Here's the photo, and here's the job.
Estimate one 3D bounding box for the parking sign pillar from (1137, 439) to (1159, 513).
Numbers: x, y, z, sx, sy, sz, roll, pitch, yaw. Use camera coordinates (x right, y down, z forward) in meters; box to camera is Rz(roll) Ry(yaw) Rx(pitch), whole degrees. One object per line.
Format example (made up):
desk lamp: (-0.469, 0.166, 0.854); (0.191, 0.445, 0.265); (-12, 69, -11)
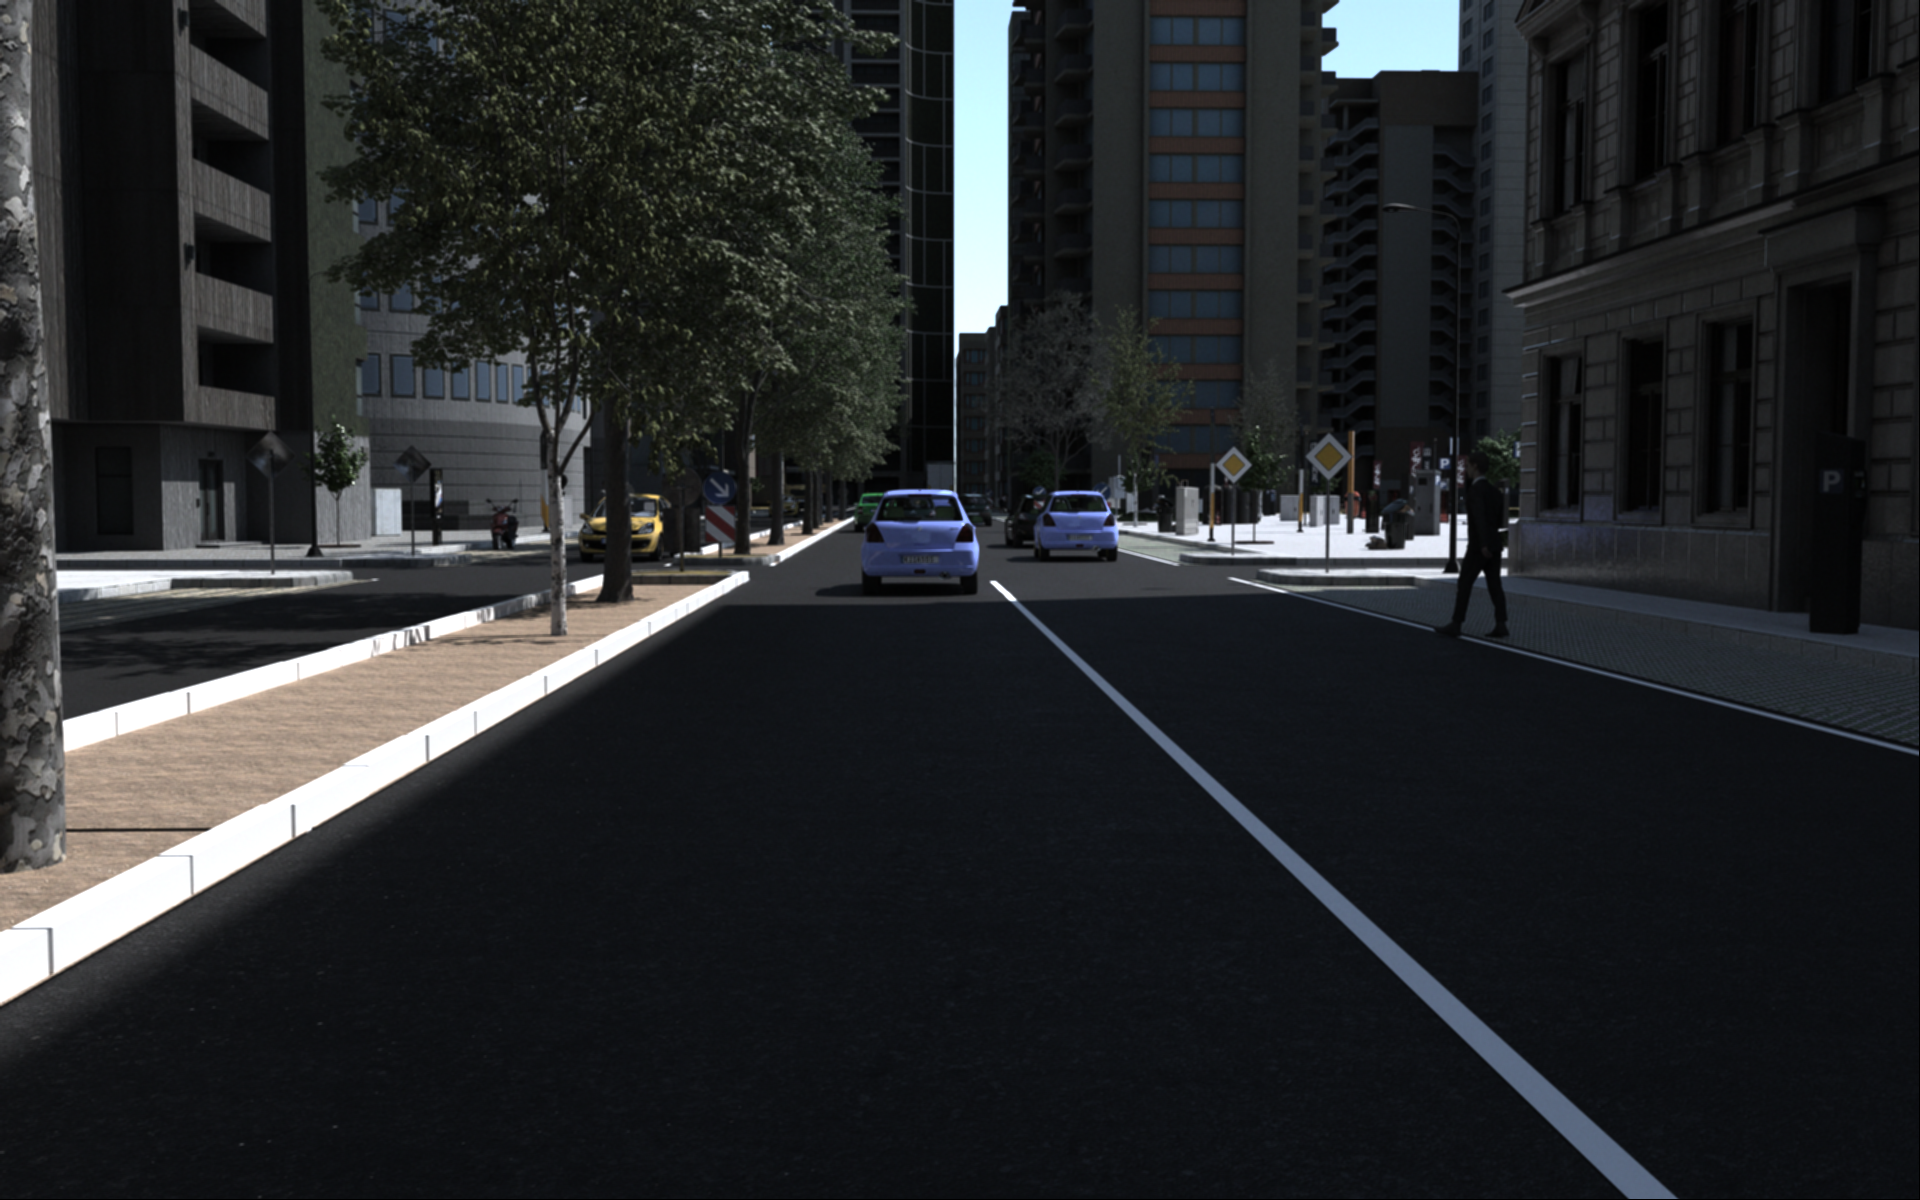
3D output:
parking sign pillar: (9.325, -5.973, 86.124); (1.447, 3.967, 1.447); (-2, 4, -33)

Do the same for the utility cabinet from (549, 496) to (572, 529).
utility cabinet: (-14.653, -3.202, 63.518); (0.306, 1.237, 1.020); (2, 4, 26)

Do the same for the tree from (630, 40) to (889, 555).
tree: (-4.902, -6.806, 39.491); (9.928, 11.665, 9.643); (0, 3, 0)

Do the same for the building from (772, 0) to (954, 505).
building: (-10.946, -46.764, 202.845); (20.611, 71.187, 20.563); (0, 4, -2)

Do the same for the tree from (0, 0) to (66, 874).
tree: (-4.920, -9.084, 6.869); (12.611, 20.169, 13.585); (0, 3, 0)

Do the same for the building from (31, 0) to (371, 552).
building: (-23.433, -16.471, 40.995); (14.160, 30.474, 14.107); (0, 4, -2)

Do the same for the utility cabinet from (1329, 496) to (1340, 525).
utility cabinet: (15.464, -3.772, 72.830); (1.020, 1.237, 0.306); (-1, 4, -20)

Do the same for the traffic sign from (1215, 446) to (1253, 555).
traffic sign: (5.696, -1.986, 36.119); (0.795, 2.450, 0.064); (0, 4, -2)

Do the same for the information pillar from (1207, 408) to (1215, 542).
information pillar: (6.815, -3.391, 46.802); (0.183, 3.616, 0.504); (0, 4, 4)

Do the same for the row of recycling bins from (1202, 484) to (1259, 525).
row of recycling bins: (11.663, -4.107, 74.267); (1.069, 1.692, 3.534); (3, 5, 44)

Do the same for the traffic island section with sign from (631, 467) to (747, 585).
traffic island section with sign: (-4.597, -1.220, 28.086); (2.006, 1.907, 1.989); (0, 4, -2)

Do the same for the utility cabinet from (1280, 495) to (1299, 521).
utility cabinet: (15.781, -4.366, 82.550); (1.020, 1.237, 0.306); (1, 4, 8)

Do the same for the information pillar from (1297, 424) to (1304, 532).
information pillar: (11.444, -4.083, 58.113); (0.183, 3.616, 0.504); (0, 4, 4)

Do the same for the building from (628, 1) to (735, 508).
building: (-30.841, -32.643, 122.947); (28.713, 52.752, 27.495); (0, 4, -2)

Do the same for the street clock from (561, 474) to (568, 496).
street clock: (-14.221, -3.492, 61.666); (0.471, 2.002, 0.358); (0, 4, 4)

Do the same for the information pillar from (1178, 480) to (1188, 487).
information pillar: (11.758, -5.281, 90.830); (0.304, 2.012, 0.304); (0, 4, -7)

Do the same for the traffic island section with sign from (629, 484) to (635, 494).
traffic island section with sign: (-11.837, -3.215, 61.201); (1.989, 1.847, 2.006); (0, 4, -2)

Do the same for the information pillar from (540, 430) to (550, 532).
information pillar: (-13.994, -4.097, 58.337); (0.183, 3.616, 0.504); (-2, 4, -34)

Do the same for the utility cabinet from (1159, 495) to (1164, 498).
utility cabinet: (10.637, -5.095, 94.471); (1.020, 1.237, 0.306); (2, 4, 35)

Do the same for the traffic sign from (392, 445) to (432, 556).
traffic sign: (-11.238, -1.951, 35.549); (0.795, 2.450, 0.064); (0, 4, -2)

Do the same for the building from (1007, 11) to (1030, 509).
building: (11.052, -28.593, 151.094); (14.154, 41.232, 14.086); (0, 4, -2)

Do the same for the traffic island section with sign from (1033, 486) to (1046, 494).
traffic island section with sign: (3.896, -4.875, 88.326); (1.989, 1.847, 2.006); (0, 4, -2)

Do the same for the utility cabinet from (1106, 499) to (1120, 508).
utility cabinet: (9.613, -6.158, 109.369); (1.173, 1.500, 0.318); (-3, 5, -41)

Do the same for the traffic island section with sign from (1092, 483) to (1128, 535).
traffic island section with sign: (4.832, -3.227, 61.387); (1.989, 1.847, 2.006); (0, 4, -2)

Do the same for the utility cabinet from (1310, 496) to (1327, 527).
utility cabinet: (13.987, -3.469, 67.878); (0.306, 1.237, 1.020); (2, 4, 27)

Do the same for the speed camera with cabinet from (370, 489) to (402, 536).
speed camera with cabinet: (-17.992, -3.561, 52.555); (0.660, 3.252, 2.038); (3, 4, 37)

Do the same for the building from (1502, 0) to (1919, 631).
building: (13.607, -9.362, 17.705); (10.561, 19.102, 19.286); (0, 4, -2)

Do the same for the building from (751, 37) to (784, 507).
building: (-29.170, -33.714, 174.919); (21.600, 48.544, 21.300); (0, 4, -2)

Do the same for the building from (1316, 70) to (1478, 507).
building: (44.255, -32.452, 180.707); (14.200, 45.320, 14.600); (0, 4, -2)

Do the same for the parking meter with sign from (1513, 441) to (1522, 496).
parking meter with sign: (18.521, -3.674, 56.328); (0.543, 3.016, 1.738); (0, 4, -1)

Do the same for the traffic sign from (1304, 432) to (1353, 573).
traffic sign: (5.975, -1.498, 28.139); (0.795, 2.450, 0.064); (0, 4, -2)

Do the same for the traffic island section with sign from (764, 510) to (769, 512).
traffic island section with sign: (-14.496, -7.871, 137.319); (1.989, 1.847, 2.006); (0, 4, -2)

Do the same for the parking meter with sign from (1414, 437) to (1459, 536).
parking meter with sign: (14.538, -3.519, 53.802); (1.738, 3.016, 0.543); (3, 5, 44)

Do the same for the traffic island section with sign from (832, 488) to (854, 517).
traffic island section with sign: (-7.481, -6.266, 110.582); (2.006, 1.907, 1.989); (0, 4, -2)

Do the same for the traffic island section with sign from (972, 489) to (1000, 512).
traffic island section with sign: (2.164, -7.915, 138.030); (1.989, 1.847, 2.006); (0, 4, -2)

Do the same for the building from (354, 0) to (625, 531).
building: (-26.639, -32.334, 70.664); (21.231, 58.520, 28.212); (0, 4, -2)

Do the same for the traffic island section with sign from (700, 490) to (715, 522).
traffic island section with sign: (-12.771, -4.863, 88.140); (1.989, 1.847, 2.006); (0, 4, -2)

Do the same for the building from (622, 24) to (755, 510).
building: (-24.731, -30.241, 144.545); (14.600, 45.320, 14.200); (0, 4, -2)

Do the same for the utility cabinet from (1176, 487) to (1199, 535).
utility cabinet: (7.102, -2.774, 54.034); (0.318, 1.500, 1.173); (2, 4, 30)

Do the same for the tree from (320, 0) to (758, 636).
tree: (-3.999, -3.924, 16.982); (4.737, 8.622, 4.395); (0, 3, 0)

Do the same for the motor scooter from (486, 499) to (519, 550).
motor scooter: (-11.716, -1.942, 44.526); (0.815, 1.314, 1.986); (0, 4, -1)

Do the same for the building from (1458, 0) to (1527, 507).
building: (61.734, -45.250, 178.091); (20.611, 71.187, 20.563); (0, 4, -2)

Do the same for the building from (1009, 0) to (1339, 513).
building: (15.287, -29.019, 129.089); (22.147, 44.769, 28.867); (0, 4, -2)

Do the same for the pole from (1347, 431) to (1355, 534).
pole: (12.622, -3.798, 55.939); (0.158, 3.312, 0.155); (0, 3, 0)

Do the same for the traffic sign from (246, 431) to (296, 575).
traffic sign: (-10.959, -1.463, 27.569); (0.795, 2.450, 0.064); (0, 4, -2)

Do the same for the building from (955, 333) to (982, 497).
building: (14.307, -22.256, 208.921); (28.899, 21.520, 27.650); (0, 4, -2)

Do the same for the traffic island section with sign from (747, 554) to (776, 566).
traffic island section with sign: (-4.846, -1.673, 35.489); (2.006, 1.907, 1.989); (0, 4, -2)

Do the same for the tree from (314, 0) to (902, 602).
tree: (-4.669, -6.266, 23.042); (7.486, 12.596, 7.792); (0, 3, 0)

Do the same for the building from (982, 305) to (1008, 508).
building: (16.989, -20.096, 173.608); (27.650, 21.520, 28.899); (0, 4, -2)

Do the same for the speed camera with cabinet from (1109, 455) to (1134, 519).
speed camera with cabinet: (8.611, -5.763, 88.563); (2.038, 3.252, 0.660); (-2, 4, -27)
